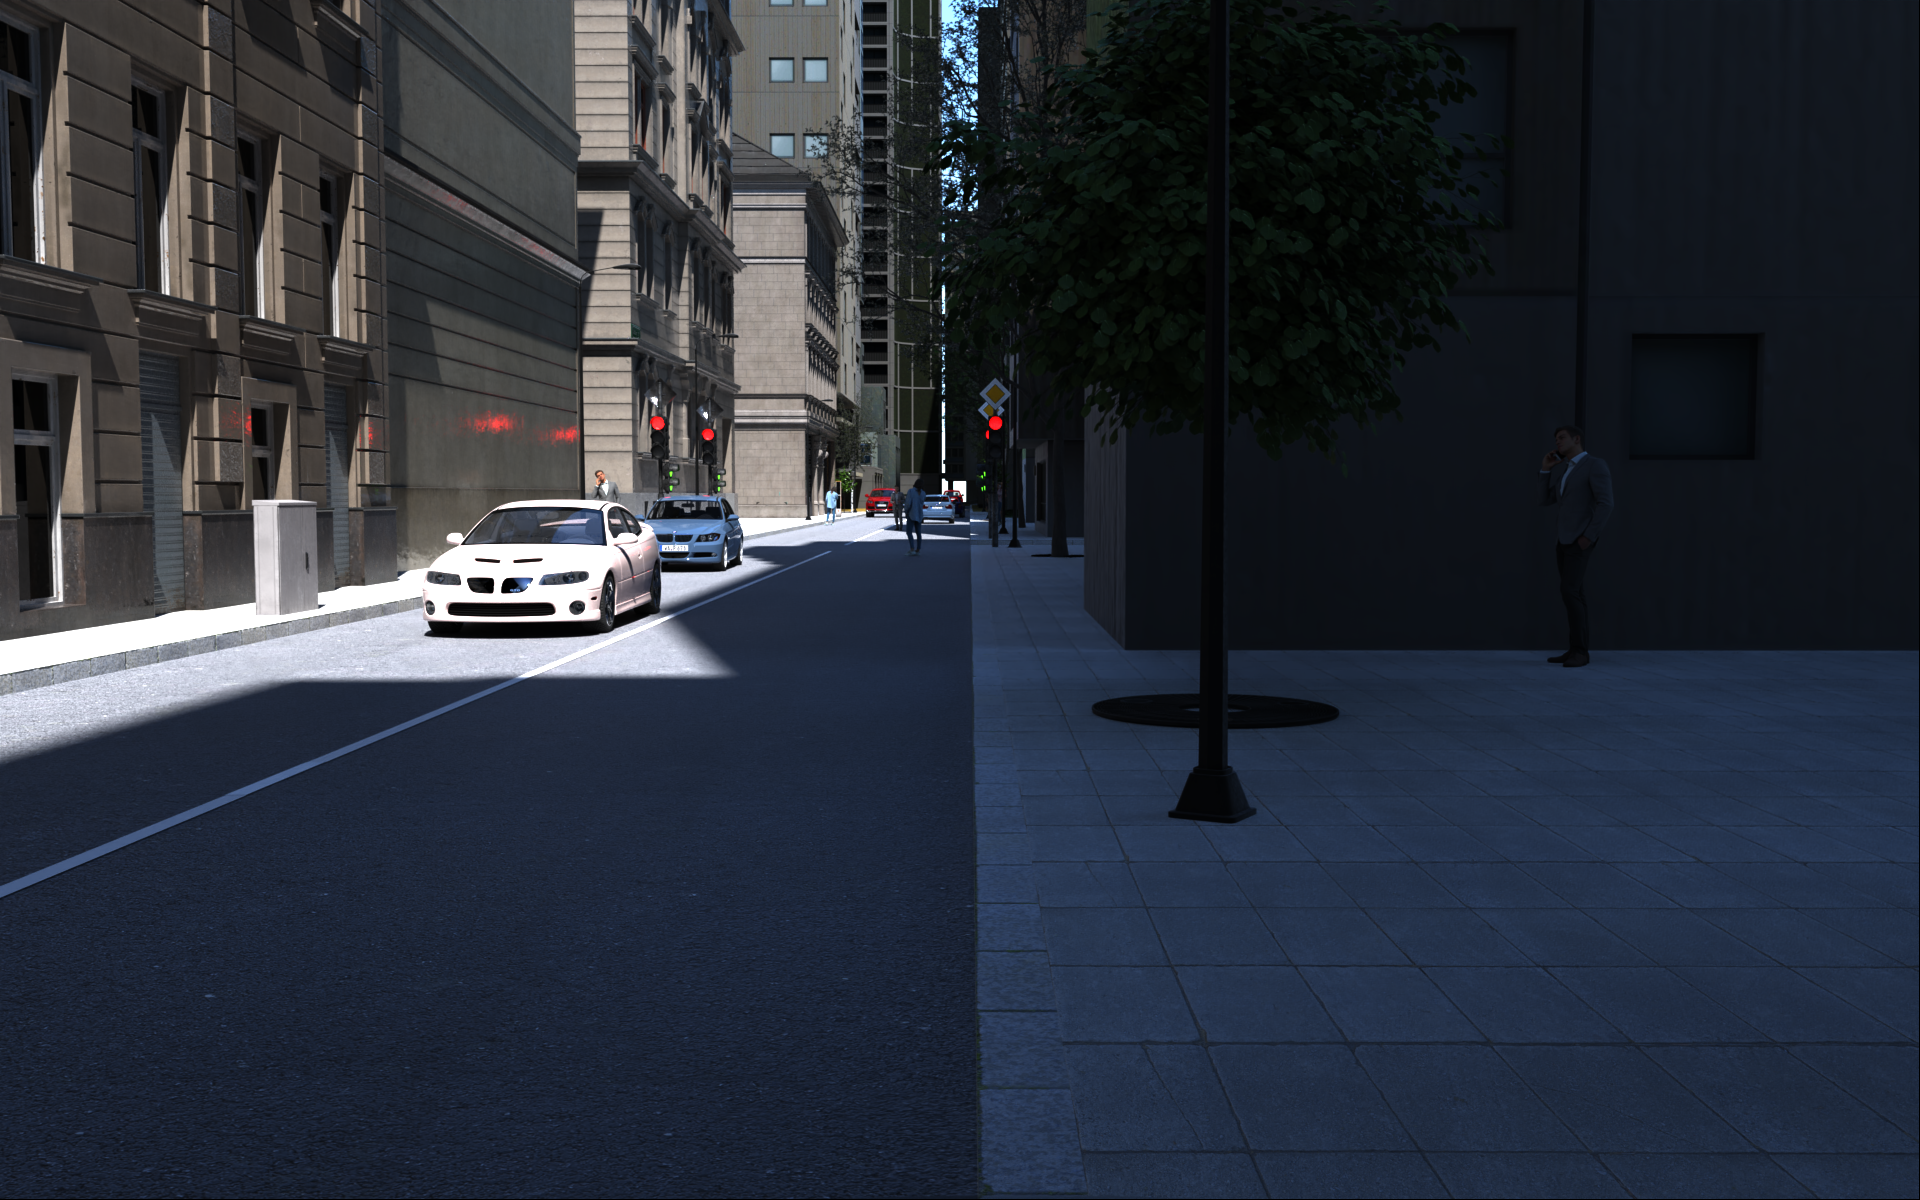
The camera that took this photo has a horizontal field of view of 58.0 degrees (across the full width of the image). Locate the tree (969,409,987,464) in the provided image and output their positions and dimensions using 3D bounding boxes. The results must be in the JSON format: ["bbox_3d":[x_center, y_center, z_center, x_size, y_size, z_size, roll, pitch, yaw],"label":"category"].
[{"bbox_3d":[2.559,-11.259,134.447,4.737,8.622,4.395,0,3,0],"label":"tree"}]

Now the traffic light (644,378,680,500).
[{"bbox_3d":[-7.227,-3.240,41.897,0.839,4.253,0.868,0,4,0],"label":"traffic light"}]

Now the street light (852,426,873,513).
[{"bbox_3d":[-6.675,-8.957,118.984,1.470,5.913,1.316,0,4,0],"label":"street light"}]

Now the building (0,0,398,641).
[{"bbox_3d":[-13.993,-13.172,12.624,12.463,27.353,25.104,0,4,0],"label":"building"}]

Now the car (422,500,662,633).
[{"bbox_3d":[-4.539,-0.429,19.378,2.083,1.381,4.827,0,3,0],"label":"car"}]

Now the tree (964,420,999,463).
[{"bbox_3d":[2.666,-10.902,128.612,4.360,8.622,3.978,0,3,0],"label":"tree"}]

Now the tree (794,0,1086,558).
[{"bbox_3d":[1.905,-7.613,34.849,12.009,13.543,11.850,0,3,0],"label":"tree"}]

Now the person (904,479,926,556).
[{"bbox_3d":[-1.046,-1.929,40.303,0.793,1.790,0.793,1,4,18],"label":"person"}]

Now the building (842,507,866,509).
[{"bbox_3d":[-17.736,-44.269,162.045,20.563,71.187,20.611,0,4,0],"label":"building"}]

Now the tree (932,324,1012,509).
[{"bbox_3d":[2.433,-10.535,98.006,9.928,11.665,9.643,0,3,0],"label":"tree"}]

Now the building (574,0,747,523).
[{"bbox_3d":[-15.574,-16.714,60.662,14.401,28.519,23.554,0,4,0],"label":"building"}]

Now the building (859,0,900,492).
[{"bbox_3d":[-22.508,-53.526,187.817,31.000,86.520,22.319,0,4,0],"label":"building"}]

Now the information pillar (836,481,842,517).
[{"bbox_3d":[-6.838,-5.691,97.544,0.304,2.012,0.304,0,4,2],"label":"information pillar"}]

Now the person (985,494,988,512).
[{"bbox_3d":[1.963,-6.826,122.321,0.373,1.253,0.362,0,4,-1],"label":"person"}]

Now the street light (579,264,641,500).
[{"bbox_3d":[-7.119,-3.824,35.062,1.470,5.913,1.316,0,4,0],"label":"street light"}]

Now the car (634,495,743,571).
[{"bbox_3d":[-5.248,-1.327,33.697,2.014,1.417,4.499,0,4,-1],"label":"car"}]

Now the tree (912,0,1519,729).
[{"bbox_3d":[1.565,-1.607,9.984,4.285,4.588,4.351,0,3,0],"label":"tree"}]

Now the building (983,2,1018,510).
[{"bbox_3d":[12.385,-33.255,167.419,21.300,48.544,21.600,0,4,0],"label":"building"}]

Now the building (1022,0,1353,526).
[{"bbox_3d":[9.982,-24.411,82.707,14.154,41.232,14.086,0,4,0],"label":"building"}]

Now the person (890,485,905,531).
[{"bbox_3d":[-2.473,-3.628,68.014,0.606,1.804,0.583,0,4,7],"label":"person"}]

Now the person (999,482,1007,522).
[{"bbox_3d":[1.866,-4.524,79.977,0.573,1.828,0.580,0,4,8],"label":"person"}]

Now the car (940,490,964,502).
[{"bbox_3d":[-0.747,-9.377,161.991,2.281,1.827,5.304,0,4,-1],"label":"car"}]

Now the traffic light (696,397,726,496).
[{"bbox_3d":[-7.182,-3.729,49.882,0.839,4.253,0.868,0,4,0],"label":"traffic light"}]

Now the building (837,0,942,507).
[{"bbox_3d":[-12.655,-47.676,217.760,20.611,71.187,20.563,0,4,0],"label":"building"}]

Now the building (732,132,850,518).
[{"bbox_3d":[-12.568,-14.801,92.909,10.553,20.767,40.483,0,4,0],"label":"building"}]

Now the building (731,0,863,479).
[{"bbox_3d":[-22.031,-33.583,138.328,28.713,52.752,27.495,0,4,0],"label":"building"}]

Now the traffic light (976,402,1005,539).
[{"bbox_3d":[0.879,-3.727,49.852,0.839,4.253,0.868,0,4,0],"label":"traffic light"}]

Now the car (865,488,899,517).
[{"bbox_3d":[-4.734,-6.068,107.882,2.281,1.827,5.304,0,4,1],"label":"car"}]

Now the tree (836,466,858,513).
[{"bbox_3d":[-7.690,-7.483,116.943,1.663,3.219,1.824,0,3,0],"label":"tree"}]

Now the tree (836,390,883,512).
[{"bbox_3d":[-7.602,-10.545,122.771,4.360,8.622,3.978,0,3,0],"label":"tree"}]

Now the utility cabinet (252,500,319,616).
[{"bbox_3d":[-7.287,-0.465,18.761,0.306,1.237,1.020,0,4,1],"label":"utility cabinet"}]

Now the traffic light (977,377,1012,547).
[{"bbox_3d":[0.834,-3.238,41.867,0.839,4.253,0.868,0,4,0],"label":"traffic light"}]

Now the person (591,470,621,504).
[{"bbox_3d":[-7.684,-1.923,37.662,0.592,1.802,0.473,0,4,8],"label":"person"}]

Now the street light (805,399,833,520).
[{"bbox_3d":[-6.897,-6.866,84.794,1.470,5.913,1.316,0,4,0],"label":"street light"}]

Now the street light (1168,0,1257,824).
[{"bbox_3d":[0.468,-2.092,6.751,1.470,5.913,1.316,0,4,0],"label":"street light"}]

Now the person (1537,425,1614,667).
[{"bbox_3d":[4.611,-0.417,13.037,0.473,1.802,0.592,0,4,5],"label":"person"}]

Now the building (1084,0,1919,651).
[{"bbox_3d":[8.410,-20.560,19.759,14.154,41.232,14.086,0,4,0],"label":"building"}]

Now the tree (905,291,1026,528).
[{"bbox_3d":[2.314,-8.039,65.847,8.767,10.594,7.601,-1,4,-12],"label":"tree"}]

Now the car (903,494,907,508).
[{"bbox_3d":[-4.795,-8.970,156.444,2.009,1.686,4.222,0,4,0],"label":"car"}]

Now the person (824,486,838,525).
[{"bbox_3d":[-5.921,-4.332,79.601,0.793,1.790,0.793,-2,4,-34],"label":"person"}]

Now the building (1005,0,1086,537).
[{"bbox_3d":[8.578,-17.239,53.565,14.107,30.474,14.160,0,4,0],"label":"building"}]

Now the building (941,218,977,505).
[{"bbox_3d":[9.674,-32.517,223.538,23.993,40.220,32.217,0,4,0],"label":"building"}]

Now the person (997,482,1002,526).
[{"bbox_3d":[1.555,-3.873,69.953,0.643,1.750,0.593,-3,5,-41],"label":"person"}]

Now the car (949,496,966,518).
[{"bbox_3d":[-0.599,-5.725,106.182,1.945,1.354,3.894,0,4,2],"label":"car"}]

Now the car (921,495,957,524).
[{"bbox_3d":[-1.155,-4.470,85.088,2.014,1.417,4.499,0,4,-1],"label":"car"}]

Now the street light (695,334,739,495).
[{"bbox_3d":[-7.103,-4.754,50.264,1.470,5.913,1.316,0,4,0],"label":"street light"}]

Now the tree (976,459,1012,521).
[{"bbox_3d":[1.722,-5.398,82.852,1.663,3.219,1.824,0,3,0],"label":"tree"}]

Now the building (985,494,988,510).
[{"bbox_3d":[12.449,-43.267,145.661,20.563,71.187,20.611,0,4,0],"label":"building"}]

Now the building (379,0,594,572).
[{"bbox_3d":[-23.413,-12.283,34.117,30.059,22.955,16.112,0,4,0],"label":"building"}]
